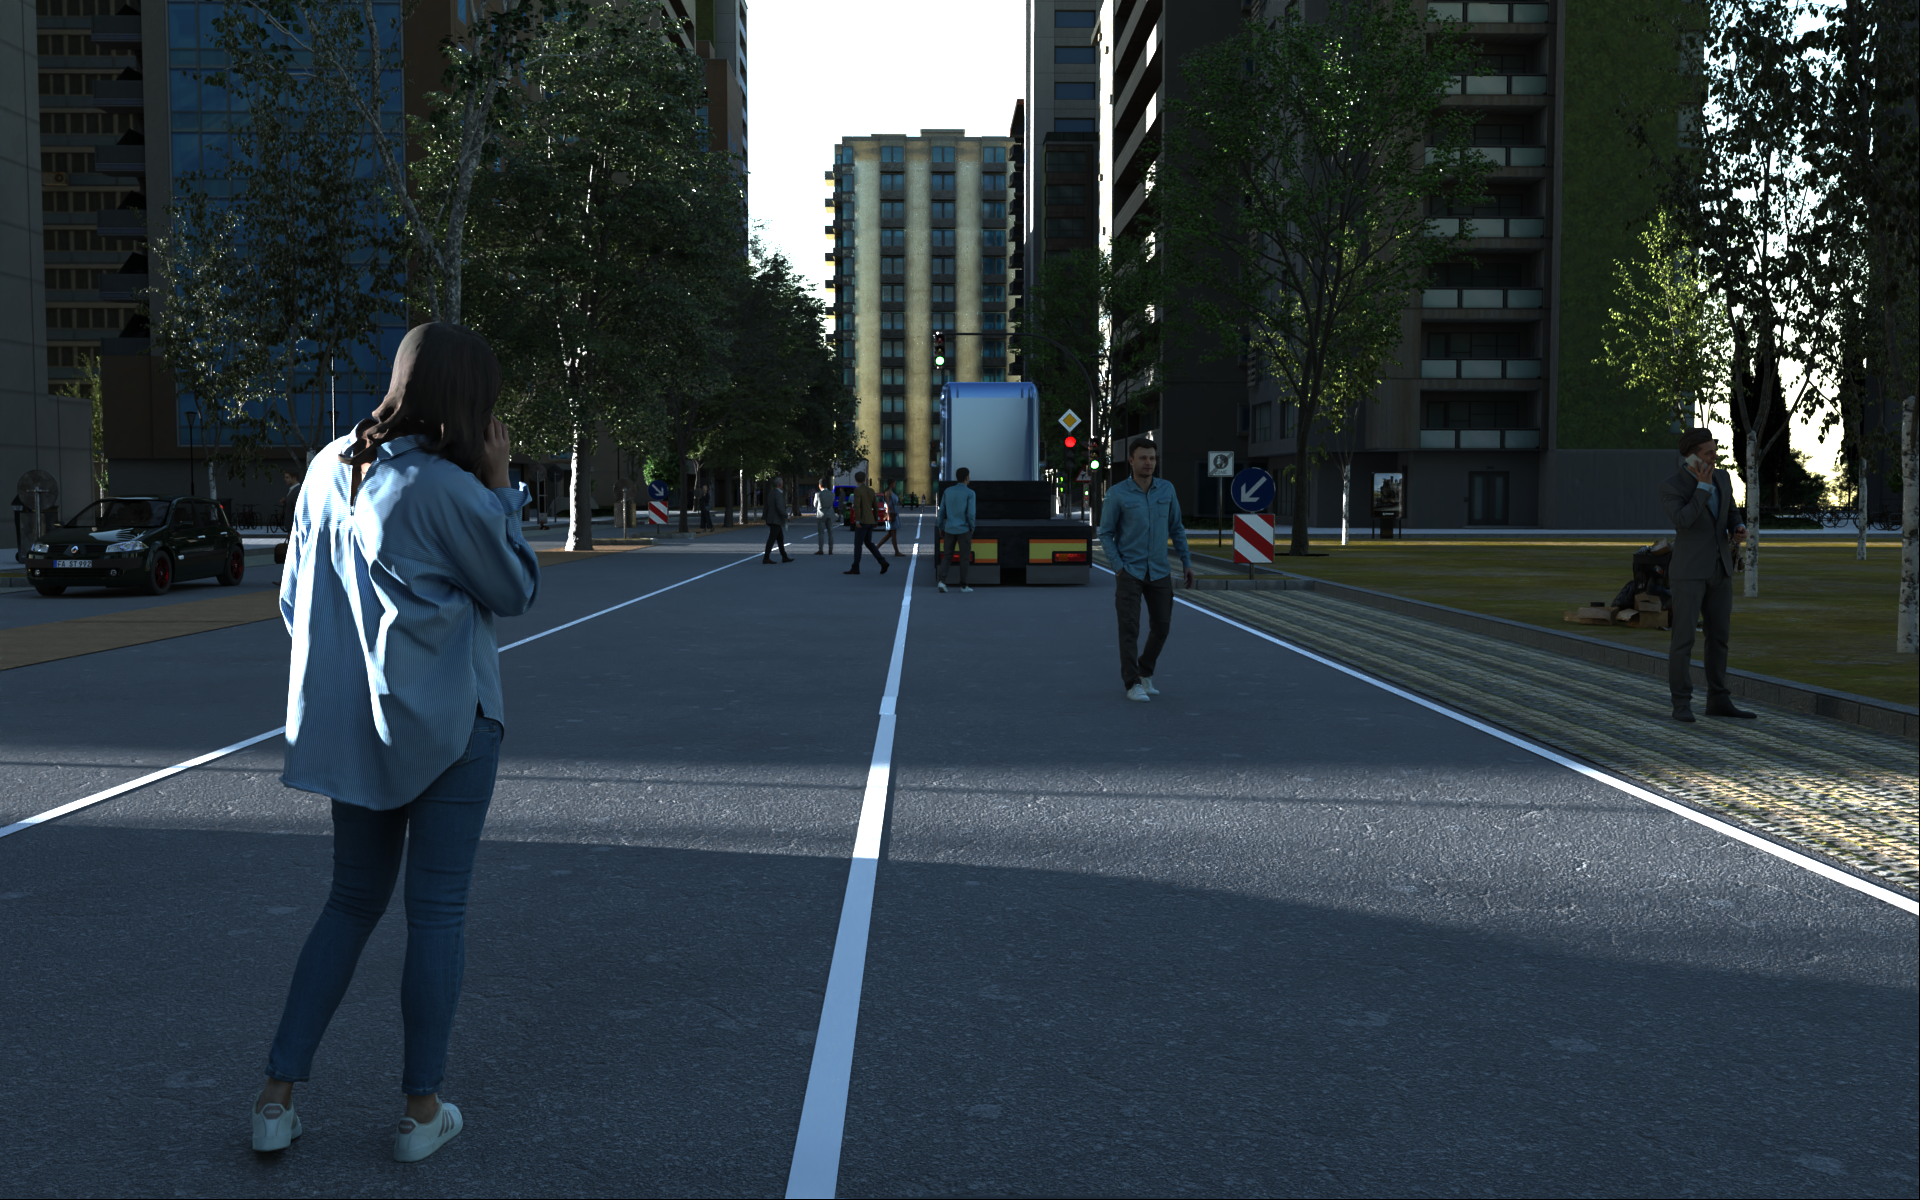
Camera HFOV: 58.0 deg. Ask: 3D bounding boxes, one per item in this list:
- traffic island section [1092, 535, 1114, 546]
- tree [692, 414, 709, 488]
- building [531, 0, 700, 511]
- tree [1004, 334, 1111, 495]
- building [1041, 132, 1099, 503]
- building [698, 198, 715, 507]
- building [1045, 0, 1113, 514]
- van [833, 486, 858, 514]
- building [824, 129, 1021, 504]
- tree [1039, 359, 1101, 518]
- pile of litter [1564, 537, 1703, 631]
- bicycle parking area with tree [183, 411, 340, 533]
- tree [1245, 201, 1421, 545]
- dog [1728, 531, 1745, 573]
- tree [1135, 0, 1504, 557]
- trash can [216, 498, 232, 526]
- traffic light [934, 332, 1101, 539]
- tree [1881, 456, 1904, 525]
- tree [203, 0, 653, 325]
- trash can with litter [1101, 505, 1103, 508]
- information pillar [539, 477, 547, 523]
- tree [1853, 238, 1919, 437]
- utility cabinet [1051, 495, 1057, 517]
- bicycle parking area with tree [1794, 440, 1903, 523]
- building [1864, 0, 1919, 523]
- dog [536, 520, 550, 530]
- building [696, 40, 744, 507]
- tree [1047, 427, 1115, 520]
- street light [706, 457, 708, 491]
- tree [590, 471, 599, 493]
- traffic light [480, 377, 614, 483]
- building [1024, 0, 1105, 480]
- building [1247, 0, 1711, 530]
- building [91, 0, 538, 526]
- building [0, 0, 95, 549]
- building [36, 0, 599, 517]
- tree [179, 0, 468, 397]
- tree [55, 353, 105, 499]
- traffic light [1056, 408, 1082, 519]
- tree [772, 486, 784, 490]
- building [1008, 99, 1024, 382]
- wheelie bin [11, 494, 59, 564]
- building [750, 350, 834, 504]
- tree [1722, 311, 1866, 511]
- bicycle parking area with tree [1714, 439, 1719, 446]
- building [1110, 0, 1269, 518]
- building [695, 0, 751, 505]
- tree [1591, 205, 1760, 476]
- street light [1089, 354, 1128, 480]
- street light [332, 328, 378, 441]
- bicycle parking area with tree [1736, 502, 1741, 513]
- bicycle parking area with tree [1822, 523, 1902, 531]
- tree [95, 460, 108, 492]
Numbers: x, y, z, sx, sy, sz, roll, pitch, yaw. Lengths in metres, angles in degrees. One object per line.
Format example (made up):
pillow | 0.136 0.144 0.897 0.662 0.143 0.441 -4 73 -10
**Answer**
traffic island section | 3.782 -1.639 49.080 2.009 0.180 2.903 0 4 -1
tree | -19.483 -11.372 136.289 4.360 8.622 3.978 0 3 0
building | -33.682 -31.743 142.699 21.300 48.544 21.600 0 4 -1
tree | 5.340 -10.124 99.942 8.767 10.594 7.601 0 4 -3
building | 13.491 -22.609 141.358 14.160 30.474 14.107 0 4 -1
building | -30.853 -23.831 161.343 14.160 30.474 14.107 0 4 -1
building | 22.451 -26.192 120.114 32.217 40.220 23.993 0 4 -1
van | -8.382 -7.624 129.032 2.240 2.365 5.245 0 4 1
building | -2.391 -37.327 229.897 30.456 49.044 23.786 0 4 -1
tree | 5.516 -8.631 91.481 4.737 8.622 4.395 0 3 0
pile of litter | 6.641 -0.186 17.001 1.176 0.858 1.719 0 4 0
bicycle parking area with tree | -24.143 -4.481 60.264 8.231 4.147 9.016 1 4 19
tree | 9.676 -5.720 43.888 4.737 8.622 4.395 0 3 0
dog | 12.808 -0.857 28.395 0.800 0.831 0.513 -1 4 -15
tree | 7.207 -6.716 35.556 9.928 11.665 9.643 0 3 0
trash can | -23.889 -2.714 56.023 0.748 1.137 0.748 0 3 0
traffic light | 1.652 -4.533 48.781 4.771 5.953 1.251 0 4 -1
tree | 38.706 -4.700 71.448 1.663 3.219 1.824 0 3 0
tree | -10.520 -10.621 32.000 12.611 20.169 13.585 0 3 0
trash can with litter | 5.440 -2.965 59.870 1.055 1.170 0.624 0 4 -5
information pillar | -18.201 -4.347 75.570 0.304 2.012 0.304 0 4 3
tree | 26.046 -5.891 46.685 4.737 8.622 4.395 0 3 0
utility cabinet | 4.974 -5.276 97.428 0.306 1.237 1.020 -3 5 -44
bicycle parking area with tree | 47.977 -6.368 91.112 8.231 4.147 9.016 -1 4 -23
building | 55.711 -32.274 69.677 28.212 58.520 21.231 0 4 -1
dog | -16.531 -2.961 68.612 0.550 0.427 0.748 -1 4 -13
building | -29.565 -32.141 175.618 14.600 45.320 14.200 0 4 -1
tree | 5.941 -6.206 85.176 4.285 4.588 4.351 0 3 0
street light | -18.611 -9.695 131.056 1.470 5.913 1.316 0 4 -1
tree | -25.382 -7.506 117.332 1.663 3.219 1.824 0 3 0
traffic light | -13.588 -5.012 56.619 4.771 5.953 1.251 0 4 -1
building | 16.470 -37.901 161.687 21.231 58.520 28.212 0 4 -1
building | 19.454 -23.494 67.719 14.086 41.232 14.154 0 4 -1
building | -26.980 -25.960 74.564 14.600 45.320 14.200 0 4 -1
building | -32.515 -36.338 32.374 20.611 71.187 20.563 0 4 -1
building | -38.917 -25.055 101.529 32.217 40.220 23.993 0 4 -1
tree | -8.944 -4.342 23.813 4.360 8.622 3.978 0 3 0
tree | -43.941 -8.422 88.058 4.737 8.622 4.395 0 3 0
traffic light | 3.579 -4.161 56.948 0.839 4.253 0.868 0 4 -1
tree | -21.800 -12.981 206.832 1.663 3.219 1.824 0 3 0
building | 16.610 -32.782 190.602 22.147 44.769 28.867 0 4 -1
wheelie bin | -17.100 -1.478 32.073 0.980 1.594 0.693 3 5 44
building | -32.094 -23.648 231.680 28.899 21.520 27.650 0 4 -1
tree | 59.733 -13.514 122.774 13.155 14.587 18.604 0 4 -6
bicycle parking area with tree | 39.320 -6.939 100.448 8.231 4.147 9.016 1 4 21
building | 19.167 -28.165 84.201 21.300 48.544 21.600 0 4 -1
building | -37.982 -39.793 192.615 28.212 58.520 21.231 0 4 -1
tree | 18.273 -5.691 43.412 4.737 8.622 4.395 0 3 0
street light | 4.997 -5.207 57.668 1.470 5.913 1.316 0 4 -1
street light | -16.931 -4.640 48.412 1.470 5.913 1.316 0 4 -1
bicycle parking area with tree | 48.167 -7.566 110.706 8.231 4.147 9.016 2 4 30
bicycle parking area with tree | 35.575 -4.651 63.052 9.016 4.147 8.231 1 4 21
tree | -38.954 -5.248 80.411 1.663 3.219 1.824 0 3 0
